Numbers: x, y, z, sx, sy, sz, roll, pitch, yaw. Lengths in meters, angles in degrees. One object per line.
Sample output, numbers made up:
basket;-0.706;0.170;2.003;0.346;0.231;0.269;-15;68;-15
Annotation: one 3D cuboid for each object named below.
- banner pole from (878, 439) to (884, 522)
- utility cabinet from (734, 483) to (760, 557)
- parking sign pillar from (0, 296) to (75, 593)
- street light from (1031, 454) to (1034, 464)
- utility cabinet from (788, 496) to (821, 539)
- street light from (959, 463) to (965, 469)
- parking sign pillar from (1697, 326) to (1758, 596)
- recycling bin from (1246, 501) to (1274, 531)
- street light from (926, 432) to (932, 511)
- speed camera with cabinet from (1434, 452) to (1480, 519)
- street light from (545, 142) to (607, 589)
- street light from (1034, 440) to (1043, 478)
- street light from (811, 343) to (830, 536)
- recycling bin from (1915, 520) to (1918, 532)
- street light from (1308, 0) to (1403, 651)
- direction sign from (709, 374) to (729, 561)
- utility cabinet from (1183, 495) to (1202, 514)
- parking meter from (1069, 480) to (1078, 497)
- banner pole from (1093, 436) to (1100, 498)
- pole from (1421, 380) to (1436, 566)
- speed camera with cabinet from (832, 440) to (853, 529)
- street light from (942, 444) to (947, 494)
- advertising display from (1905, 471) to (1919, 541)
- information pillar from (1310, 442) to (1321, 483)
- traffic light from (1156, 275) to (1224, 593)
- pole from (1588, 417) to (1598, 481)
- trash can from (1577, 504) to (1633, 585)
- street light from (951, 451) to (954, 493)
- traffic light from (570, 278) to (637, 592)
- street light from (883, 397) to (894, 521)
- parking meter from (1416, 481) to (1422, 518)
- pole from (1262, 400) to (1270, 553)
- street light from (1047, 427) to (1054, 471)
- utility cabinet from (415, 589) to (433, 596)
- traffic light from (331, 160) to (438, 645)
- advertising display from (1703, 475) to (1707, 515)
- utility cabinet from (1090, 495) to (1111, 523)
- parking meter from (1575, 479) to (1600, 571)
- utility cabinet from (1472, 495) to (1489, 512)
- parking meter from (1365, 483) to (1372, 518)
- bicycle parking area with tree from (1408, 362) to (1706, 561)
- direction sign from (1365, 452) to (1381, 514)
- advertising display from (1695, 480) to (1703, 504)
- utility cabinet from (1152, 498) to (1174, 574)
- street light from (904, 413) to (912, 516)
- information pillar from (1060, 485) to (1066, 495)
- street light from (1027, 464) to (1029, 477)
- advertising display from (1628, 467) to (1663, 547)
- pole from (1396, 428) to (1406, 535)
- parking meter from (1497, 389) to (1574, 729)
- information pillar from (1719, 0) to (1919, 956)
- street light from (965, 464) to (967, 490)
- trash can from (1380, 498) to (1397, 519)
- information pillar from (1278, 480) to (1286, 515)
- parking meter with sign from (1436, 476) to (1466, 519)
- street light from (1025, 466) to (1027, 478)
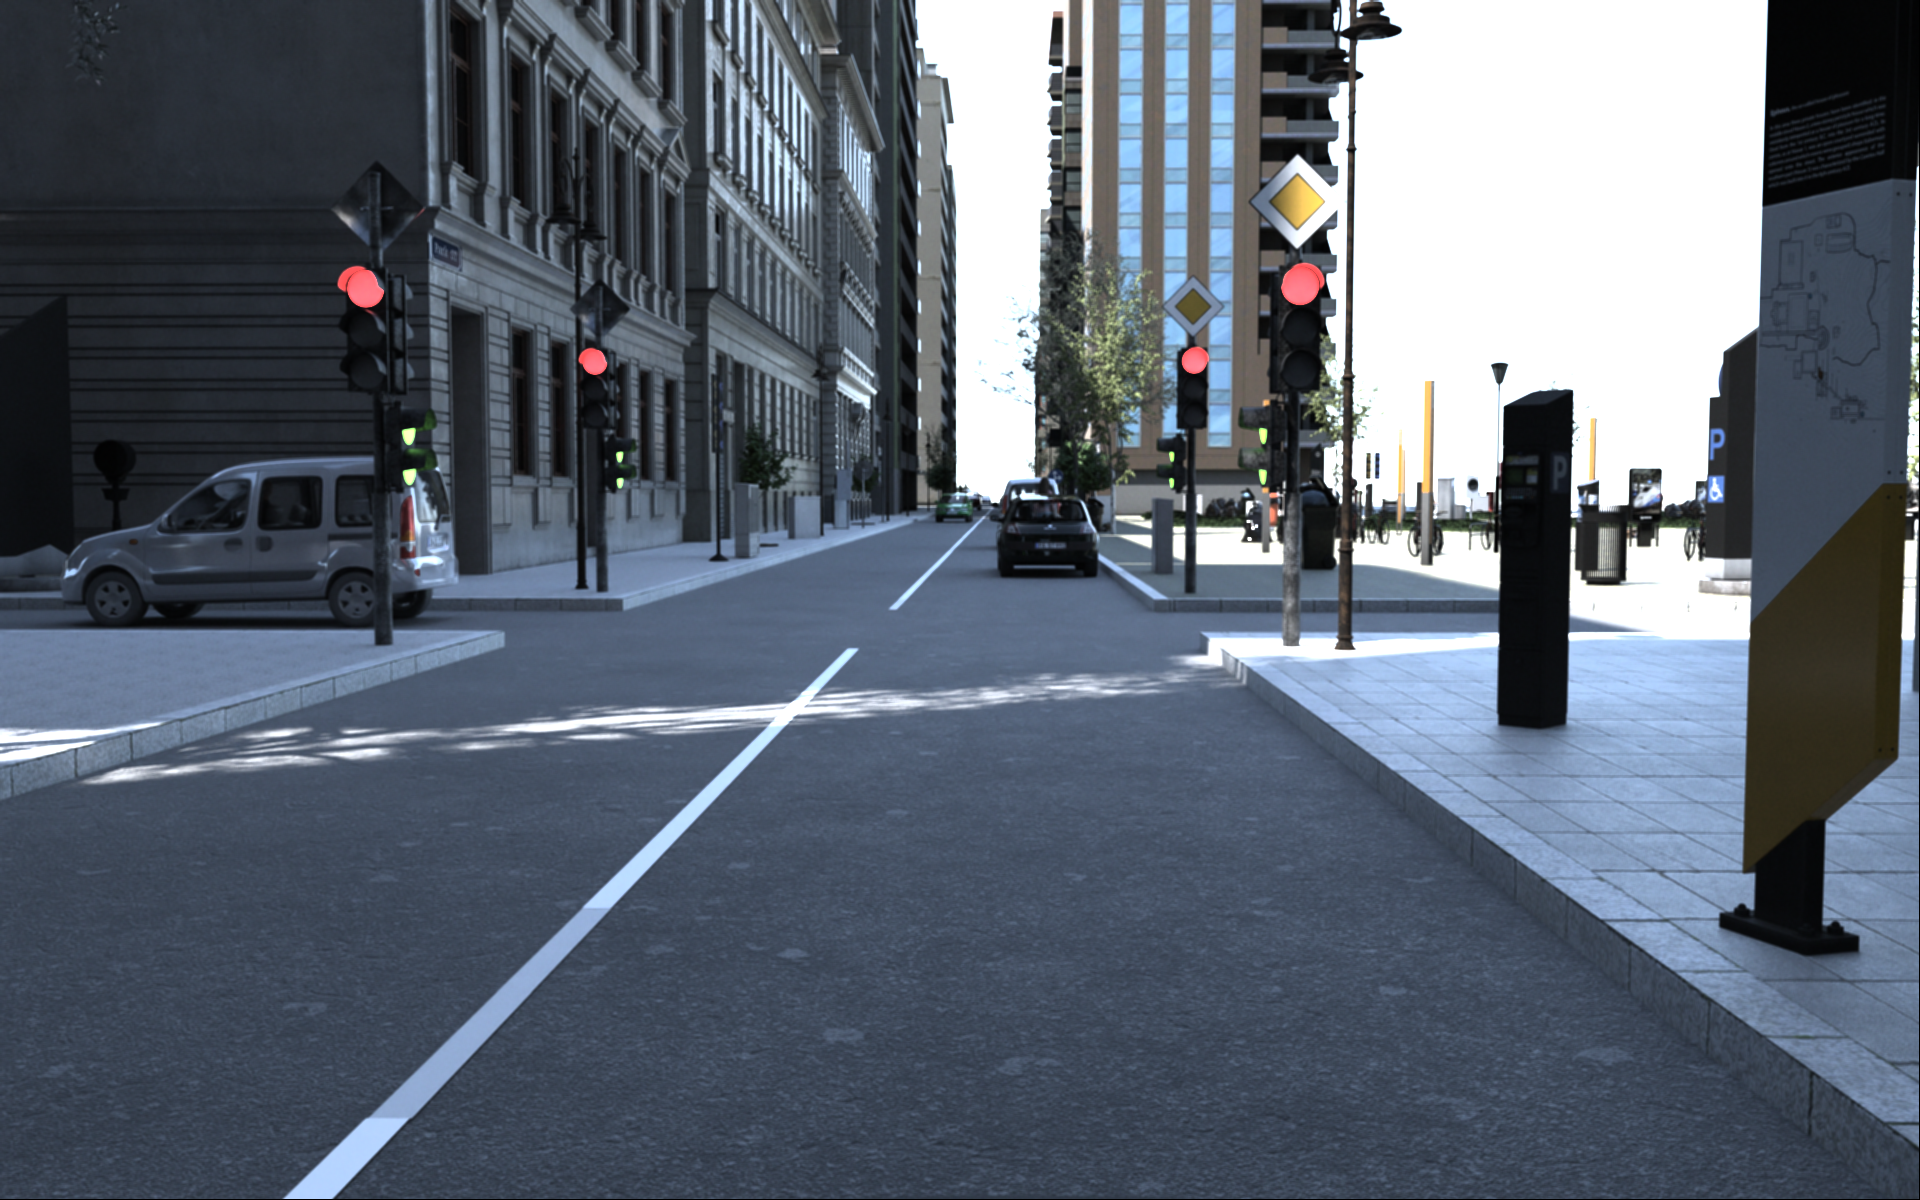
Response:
banner pole;-3.551;-5.381;77.998;0.401;3.779;0.863;1;4;17
utility cabinet;-4.296;-1.614;35.060;0.318;1.500;1.173;0;4;3
parking sign pillar;-12.593;-2.121;23.147;1.447;3.967;1.447;2;4;27
street light;7.564;-12.264;173.303;0.468;5.910;1.993;0;4;2
utility cabinet;-4.475;-2.360;49.749;0.306;1.237;1.020;3;5;43
street light;0.017;-14.639;212.129;0.468;5.910;1.993;0;4;2
parking sign pillar;10.321;-2.067;22.271;1.447;3.967;1.447;-1;4;-10
recycling bin;10.393;-2.897;59.917;0.722;1.027;0.722;-2;4;-26
street light;-2.341;-9.544;128.825;0.468;5.910;1.993;0;4;2
speed camera with cabinet;23.329;-5.321;81.339;2.038;3.252;0.660;-1;4;-10
street light;-5.118;-3.087;23.265;0.468;5.910;1.993;0;4;2
street light;6.655;-10.465;143.891;0.468;5.910;1.993;0;4;2
street light;-4.258;-4.912;53.092;0.468;5.910;1.993;0;4;2
recycling bin;32.690;-2.868;59.448;0.722;1.027;0.722;3;5;42
street light;3.166;-2.525;14.076;0.468;5.910;1.993;0;4;2
direction sign;-4.625;-2.513;33.086;0.379;3.537;0.876;0;4;4
utility cabinet;13.093;-5.272;97.356;1.020;1.237;0.306;0;4;-1
parking meter;4.750;-4.086;72.510;0.255;1.863;0.399;2;4;30
banner pole;5.697;-5.031;72.266;0.401;3.779;0.863;-1;4;-18
pole;8.381;-2.272;30.998;0.158;3.312;0.155;0;3;0
speed camera with cabinet;-4.361;-4.248;63.792;0.660;3.252;2.038;-1;4;-8
street light;-1.425;-11.363;158.568;0.468;5.910;1.993;0;4;2
advertising display;26.224;-2.608;47.858;0.123;1.923;0.974;-1;4;-13
information pillar;16.054;-5.309;78.159;0.504;3.616;0.183;0;4;-8
traffic light;2.981;-2.050;22.433;0.839;4.253;0.868;0;4;2
pole;16.790;-3.190;46.001;0.158;3.312;0.155;0;3;0
trash can;9.107;-0.785;24.483;0.748;1.137;0.748;0;3;0
street light;-0.823;-12.840;182.716;0.468;5.910;1.993;0;4;2
traffic light;-4.678;-2.061;22.623;0.839;4.253;0.868;0;4;2
street light;-3.446;-6.714;82.565;0.468;5.910;1.993;0;4;2
parking meter;21.055;-4.505;79.374;0.255;1.863;0.399;2;4;28
pole;6.675;-2.684;37.718;0.158;3.312;0.155;0;3;0
street light;5.949;-8.630;113.883;0.468;5.910;1.993;0;4;2
utility cabinet;-7.210;-0.664;22.023;1.020;1.237;0.306;1;4;21
traffic light;-4.893;-1.573;14.641;0.839;4.253;0.868;0;4;2
advertising display;23.651;-2.990;54.105;0.123;1.923;0.974;-1;4;-13
utility cabinet;6.307;-4.038;77.182;1.020;1.237;0.306;-2;4;-24
parking meter;10.495;-1.257;28.971;0.372;1.533;0.369;0;3;0
utility cabinet;27.244;-4.876;90.885;1.020;1.237;0.306;-1;4;-19
parking meter;21.648;-5.267;91.823;0.255;1.863;0.399;-1;4;-15
bicycle parking area with tree;14.068;-3.030;36.539;8.231;4.147;9.016;3;5;44
direction sign;22.241;-6.199;93.348;0.876;3.537;0.379;-1;4;-14
advertising display;34.163;-4.566;79.869;0.974;1.923;0.123;-3;5;-41
utility cabinet;3.321;-1.052;28.368;0.306;1.237;1.020;0;4;3
street light;-3.003;-7.744;99.407;0.468;5.910;1.993;0;4;2
information pillar;5.702;-5.602;96.081;0.304;2.012;0.304;-1;4;-9
street light;8.161;-13.696;196.715;0.468;5.910;1.993;0;4;2
advertising display;16.606;-2.250;41.996;0.974;1.923;0.123;-1;4;-23
pole;13.644;-3.661;53.704;0.158;3.312;0.155;0;3;0
parking meter;3.181;-0.237;9.582;0.399;1.863;0.255;-3;5;-45
information pillar;2.410;-0.823;4.806;0.183;3.616;0.504;-1;4;-17
street light;0.802;-16.438;241.544;0.468;5.910;1.993;0;4;2
trash can;15.640;-3.137;62.945;0.748;1.137;0.748;0;3;0
information pillar;16.608;-5.192;89.374;0.304;2.012;0.304;2;4;26
parking meter with sign;20.444;-4.684;72.852;1.738;3.016;0.543;3;5;42
street light;8.910;-15.495;226.131;0.468;5.910;1.993;0;4;2
